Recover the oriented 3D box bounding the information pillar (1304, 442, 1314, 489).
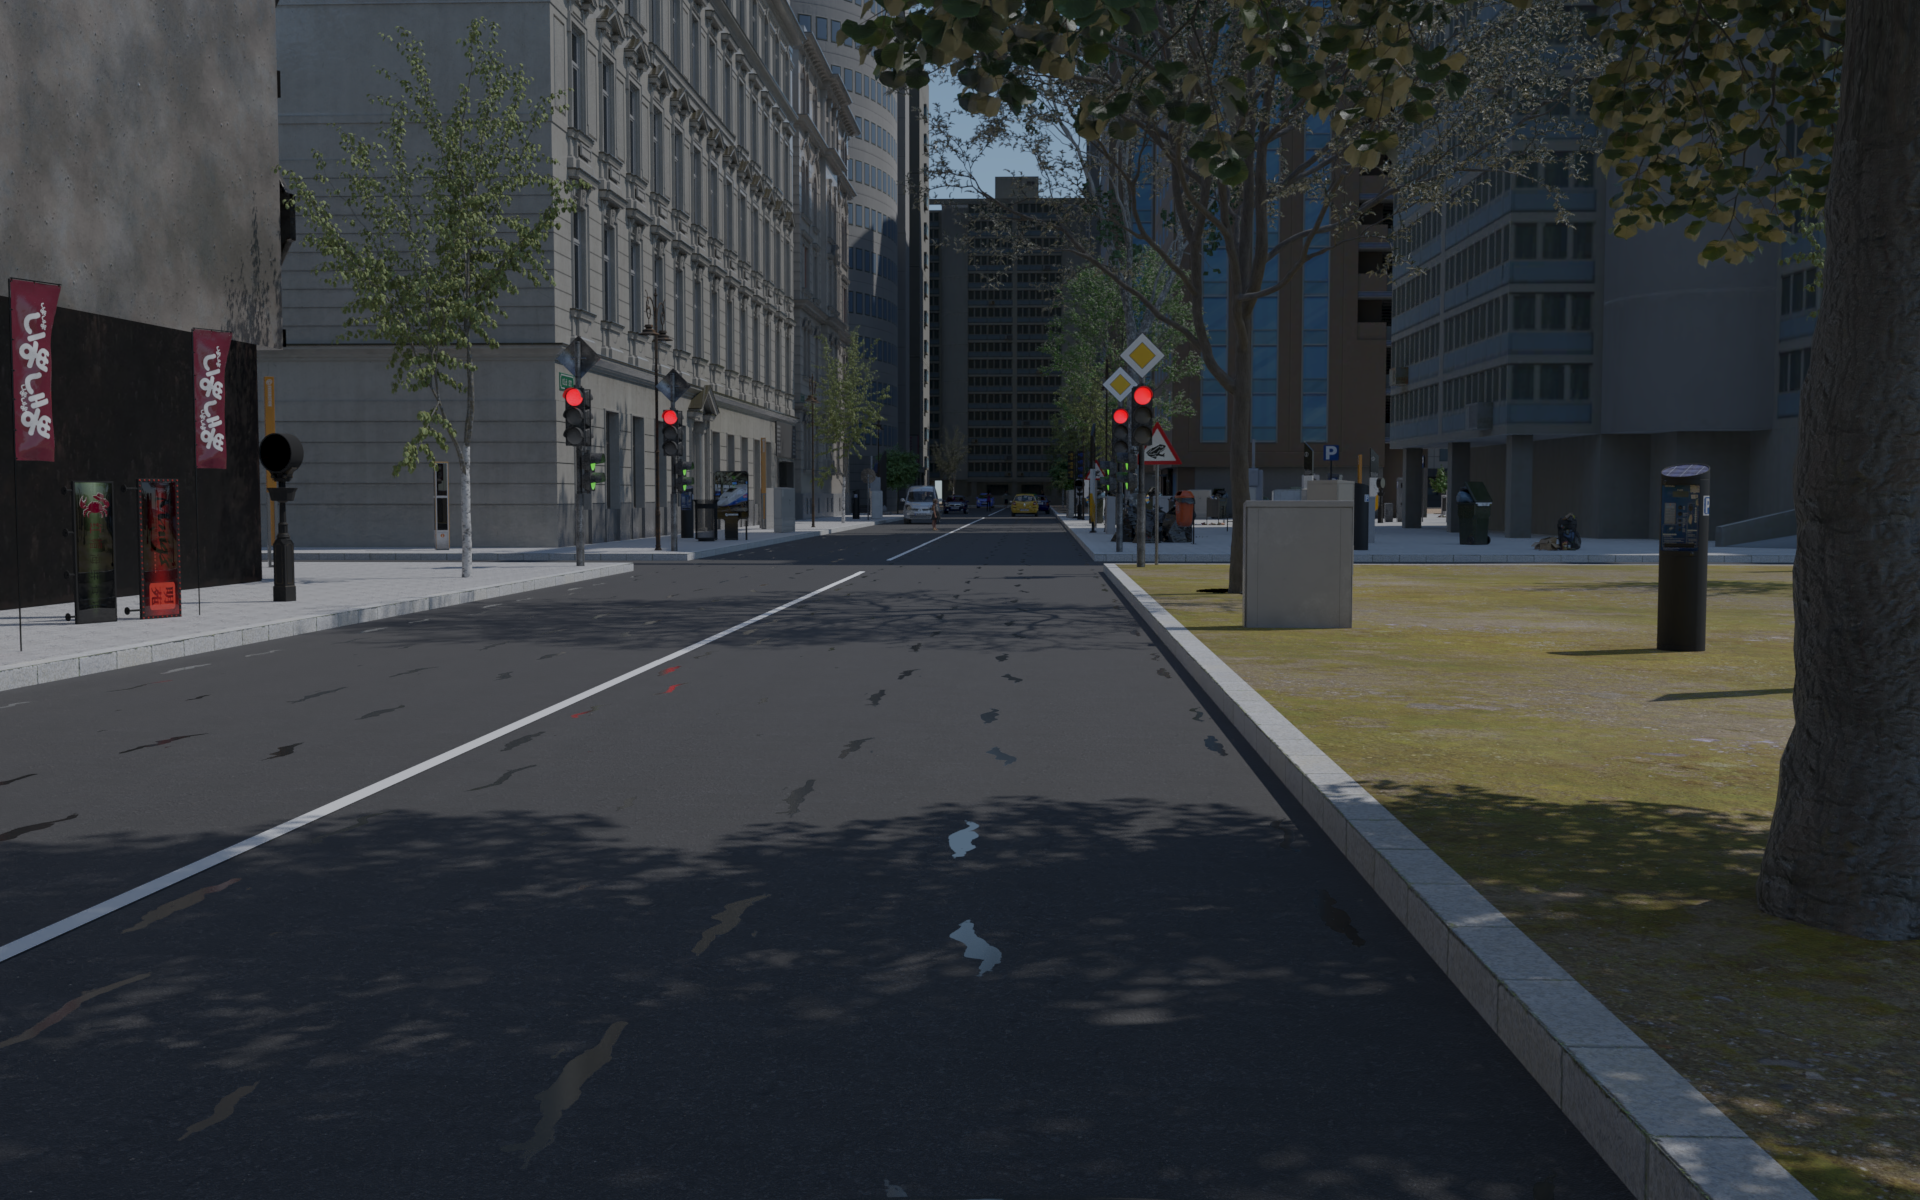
[{"bbox_3d":[15.619,-5.280,77.678,0.183,3.616,0.504,-3,5,-40],"label":"information pillar"}]

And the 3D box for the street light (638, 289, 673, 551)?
[{"bbox_3d":[-6.859,-4.061,39.186,0.468,5.910,1.993,0,4,3],"label":"street light"}]

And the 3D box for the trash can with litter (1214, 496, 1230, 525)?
[{"bbox_3d":[10.113,-3.704,71.615,2.233,1.210,1.678,2,4,27],"label":"trash can with litter"}]

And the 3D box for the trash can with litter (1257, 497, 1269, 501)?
[{"bbox_3d":[13.041,-3.856,74.433,0.624,1.170,1.055,1,4,14],"label":"trash can with litter"}]

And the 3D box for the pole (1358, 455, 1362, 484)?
[{"bbox_3d":[20.608,-5.840,89.328,0.158,3.312,0.155,0,3,0],"label":"pole"}]

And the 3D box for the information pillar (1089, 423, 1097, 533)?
[{"bbox_3d":[4.394,-4.034,57.316,0.183,3.616,0.504,1,4,15],"label":"information pillar"}]

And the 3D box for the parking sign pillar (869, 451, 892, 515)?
[{"bbox_3d":[-4.924,-7.235,106.769,1.447,3.967,1.447,1,4,16],"label":"parking sign pillar"}]

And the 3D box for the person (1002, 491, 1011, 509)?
[{"bbox_3d":[4.619,-9.920,171.480,1.217,1.735,0.721,-3,4,-38],"label":"person"}]

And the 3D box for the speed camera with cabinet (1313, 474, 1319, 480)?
[{"bbox_3d":[15.206,-5.145,78.451,2.038,3.252,0.660,0,4,-5],"label":"speed camera with cabinet"}]

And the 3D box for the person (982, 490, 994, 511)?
[{"bbox_3d":[2.387,-8.182,142.958,1.217,1.739,0.721,1,4,14],"label":"person"}]

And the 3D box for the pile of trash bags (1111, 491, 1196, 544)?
[{"bbox_3d":[5.343,-2.191,45.582,1.912,1.369,3.447,-1,4,-17],"label":"pile of trash bags"}]

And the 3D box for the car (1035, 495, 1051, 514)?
[{"bbox_3d":[5.574,-6.855,124.659,1.945,1.354,3.894,0,4,1],"label":"car"}]

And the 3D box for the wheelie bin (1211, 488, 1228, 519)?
[{"bbox_3d":[13.370,-4.967,89.118,0.980,1.594,0.693,-2,4,-24],"label":"wheelie bin"}]

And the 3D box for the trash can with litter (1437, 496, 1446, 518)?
[{"bbox_3d":[27.033,-5.111,94.624,2.233,1.210,1.678,0,4,2],"label":"trash can with litter"}]

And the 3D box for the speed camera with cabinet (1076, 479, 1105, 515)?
[{"bbox_3d":[8.023,-6.846,106.274,2.038,3.252,0.660,3,5,45],"label":"speed camera with cabinet"}]

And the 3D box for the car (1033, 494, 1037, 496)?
[{"bbox_3d":[6.899,-9.872,170.203,1.959,1.807,4.718,0,4,3],"label":"car"}]

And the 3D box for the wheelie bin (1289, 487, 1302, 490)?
[{"bbox_3d":[14.650,-4.158,75.884,0.980,1.594,0.693,-2,4,-31],"label":"wheelie bin"}]

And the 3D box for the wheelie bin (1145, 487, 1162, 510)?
[{"bbox_3d":[8.358,-4.101,74.964,0.693,1.594,0.980,2,4,24],"label":"wheelie bin"}]

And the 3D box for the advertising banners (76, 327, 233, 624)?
[{"bbox_3d":[-8.269,-1.320,17.774,0.090,3.025,2.074,2,4,26],"label":"advertising banners"}]

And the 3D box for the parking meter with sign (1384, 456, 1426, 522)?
[{"bbox_3d":[20.332,-5.073,79.211,1.738,3.016,0.543,0,4,5],"label":"parking meter with sign"}]

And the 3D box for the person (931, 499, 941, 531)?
[{"bbox_3d":[-0.935,-3.341,67.800,0.373,1.253,0.362,2,4,27],"label":"person"}]

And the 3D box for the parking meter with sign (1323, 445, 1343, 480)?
[{"bbox_3d":[13.530,-4.046,62.409,0.543,3.016,1.738,2,4,23],"label":"parking meter with sign"}]

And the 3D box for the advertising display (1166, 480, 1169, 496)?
[{"bbox_3d":[9.517,-4.538,79.409,0.123,1.923,0.974,0,4,6],"label":"advertising display"}]

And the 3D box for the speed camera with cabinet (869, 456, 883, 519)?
[{"bbox_3d":[-4.333,-5.805,89.253,0.660,3.252,2.038,0,4,-6],"label":"speed camera with cabinet"}]

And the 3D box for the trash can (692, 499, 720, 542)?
[{"bbox_3d":[-6.879,-2.159,46.958,0.748,1.137,0.748,0,3,0],"label":"trash can"}]

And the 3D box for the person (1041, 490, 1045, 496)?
[{"bbox_3d":[7.315,-8.931,154.529,0.705,1.822,1.348,-2,4,-27],"label":"person"}]

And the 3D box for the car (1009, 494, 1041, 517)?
[{"bbox_3d":[4.149,-6.137,110.571,2.015,1.641,3.980,0,4,3],"label":"car"}]

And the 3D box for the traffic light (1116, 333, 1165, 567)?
[{"bbox_3d":[3.158,-2.531,30.307,0.839,4.253,0.868,0,4,3],"label":"traffic light"}]

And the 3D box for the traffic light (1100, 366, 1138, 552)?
[{"bbox_3d":[3.514,-3.019,38.284,0.839,4.253,0.868,0,4,3],"label":"traffic light"}]

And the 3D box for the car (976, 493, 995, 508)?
[{"bbox_3d":[2.617,-10.260,177.336,1.945,1.707,3.694,0,4,4],"label":"car"}]

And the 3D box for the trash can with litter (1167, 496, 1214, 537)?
[{"bbox_3d":[6.370,-2.506,52.026,1.678,1.210,2.233,-1,4,-12],"label":"trash can with litter"}]

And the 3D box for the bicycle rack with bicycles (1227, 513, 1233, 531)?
[{"bbox_3d":[10.616,-2.806,59.259,2.925,0.926,2.852,-3,4,-38],"label":"bicycle rack with bicycles"}]

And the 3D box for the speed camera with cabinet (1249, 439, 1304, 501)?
[{"bbox_3d":[11.272,-4.164,62.420,2.038,3.252,0.660,1,4,13],"label":"speed camera with cabinet"}]

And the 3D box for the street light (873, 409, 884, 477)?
[{"bbox_3d":[-4.418,-7.413,93.997,0.468,5.910,1.993,0,4,3],"label":"street light"}]

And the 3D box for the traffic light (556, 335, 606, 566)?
[{"bbox_3d":[-6.744,-2.557,30.731,0.839,4.253,0.868,0,4,3],"label":"traffic light"}]

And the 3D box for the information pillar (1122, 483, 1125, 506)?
[{"bbox_3d":[9.105,-5.703,97.731,0.304,2.012,0.304,2,4,31],"label":"information pillar"}]

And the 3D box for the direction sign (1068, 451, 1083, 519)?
[{"bbox_3d":[6.053,-6.041,90.763,0.876,3.537,0.379,2,4,23],"label":"direction sign"}]

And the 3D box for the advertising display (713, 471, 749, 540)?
[{"bbox_3d":[-6.349,-2.621,48.063,0.974,1.923,0.123,-1,4,-17],"label":"advertising display"}]

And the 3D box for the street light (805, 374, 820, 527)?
[{"bbox_3d":[-5.660,-5.739,66.623,0.468,5.910,1.993,0,4,3],"label":"street light"}]

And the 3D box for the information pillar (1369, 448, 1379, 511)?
[{"bbox_3d":[20.900,-5.880,87.497,0.504,3.616,0.183,-1,4,-18],"label":"information pillar"}]

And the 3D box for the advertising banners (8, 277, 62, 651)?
[{"bbox_3d":[-7.809,-1.061,13.535,0.090,3.025,2.074,1,4,18],"label":"advertising banners"}]

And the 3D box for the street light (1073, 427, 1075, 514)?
[{"bbox_3d":[7.445,-8.543,112.473,0.468,5.910,1.993,0,4,3],"label":"street light"}]

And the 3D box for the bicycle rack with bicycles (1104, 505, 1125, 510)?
[{"bbox_3d":[9.254,-4.882,93.204,2.852,0.926,2.925,-1,4,-14],"label":"bicycle rack with bicycles"}]

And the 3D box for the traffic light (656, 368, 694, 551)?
[{"bbox_3d":[-6.388,-3.045,38.708,0.839,4.253,0.868,0,4,3],"label":"traffic light"}]

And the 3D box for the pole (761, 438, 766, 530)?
[{"bbox_3d":[-7.111,-4.210,62.672,0.158,3.312,0.155,0,3,0],"label":"pole"}]

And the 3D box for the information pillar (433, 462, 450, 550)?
[{"bbox_3d":[-11.858,-2.146,39.582,0.304,2.012,0.304,-2,4,-25],"label":"information pillar"}]

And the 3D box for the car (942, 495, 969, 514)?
[{"bbox_3d":[-0.301,-6.948,126.176,1.945,1.354,3.894,0,4,2],"label":"car"}]

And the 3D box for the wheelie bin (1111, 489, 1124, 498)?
[{"bbox_3d":[6.978,-4.295,78.124,0.980,1.594,0.693,-3,5,-41],"label":"wheelie bin"}]

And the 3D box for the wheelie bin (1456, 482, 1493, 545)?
[{"bbox_3d":[12.968,-2.195,43.798,0.980,1.594,0.693,-2,4,-31],"label":"wheelie bin"}]

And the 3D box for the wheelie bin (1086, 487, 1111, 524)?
[{"bbox_3d":[5.926,-4.107,75.054,0.980,1.594,0.693,1,4,9],"label":"wheelie bin"}]

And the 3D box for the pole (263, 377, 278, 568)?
[{"bbox_3d":[-12.014,-2.223,30.195,0.158,3.312,0.155,0,3,0],"label":"pole"}]
